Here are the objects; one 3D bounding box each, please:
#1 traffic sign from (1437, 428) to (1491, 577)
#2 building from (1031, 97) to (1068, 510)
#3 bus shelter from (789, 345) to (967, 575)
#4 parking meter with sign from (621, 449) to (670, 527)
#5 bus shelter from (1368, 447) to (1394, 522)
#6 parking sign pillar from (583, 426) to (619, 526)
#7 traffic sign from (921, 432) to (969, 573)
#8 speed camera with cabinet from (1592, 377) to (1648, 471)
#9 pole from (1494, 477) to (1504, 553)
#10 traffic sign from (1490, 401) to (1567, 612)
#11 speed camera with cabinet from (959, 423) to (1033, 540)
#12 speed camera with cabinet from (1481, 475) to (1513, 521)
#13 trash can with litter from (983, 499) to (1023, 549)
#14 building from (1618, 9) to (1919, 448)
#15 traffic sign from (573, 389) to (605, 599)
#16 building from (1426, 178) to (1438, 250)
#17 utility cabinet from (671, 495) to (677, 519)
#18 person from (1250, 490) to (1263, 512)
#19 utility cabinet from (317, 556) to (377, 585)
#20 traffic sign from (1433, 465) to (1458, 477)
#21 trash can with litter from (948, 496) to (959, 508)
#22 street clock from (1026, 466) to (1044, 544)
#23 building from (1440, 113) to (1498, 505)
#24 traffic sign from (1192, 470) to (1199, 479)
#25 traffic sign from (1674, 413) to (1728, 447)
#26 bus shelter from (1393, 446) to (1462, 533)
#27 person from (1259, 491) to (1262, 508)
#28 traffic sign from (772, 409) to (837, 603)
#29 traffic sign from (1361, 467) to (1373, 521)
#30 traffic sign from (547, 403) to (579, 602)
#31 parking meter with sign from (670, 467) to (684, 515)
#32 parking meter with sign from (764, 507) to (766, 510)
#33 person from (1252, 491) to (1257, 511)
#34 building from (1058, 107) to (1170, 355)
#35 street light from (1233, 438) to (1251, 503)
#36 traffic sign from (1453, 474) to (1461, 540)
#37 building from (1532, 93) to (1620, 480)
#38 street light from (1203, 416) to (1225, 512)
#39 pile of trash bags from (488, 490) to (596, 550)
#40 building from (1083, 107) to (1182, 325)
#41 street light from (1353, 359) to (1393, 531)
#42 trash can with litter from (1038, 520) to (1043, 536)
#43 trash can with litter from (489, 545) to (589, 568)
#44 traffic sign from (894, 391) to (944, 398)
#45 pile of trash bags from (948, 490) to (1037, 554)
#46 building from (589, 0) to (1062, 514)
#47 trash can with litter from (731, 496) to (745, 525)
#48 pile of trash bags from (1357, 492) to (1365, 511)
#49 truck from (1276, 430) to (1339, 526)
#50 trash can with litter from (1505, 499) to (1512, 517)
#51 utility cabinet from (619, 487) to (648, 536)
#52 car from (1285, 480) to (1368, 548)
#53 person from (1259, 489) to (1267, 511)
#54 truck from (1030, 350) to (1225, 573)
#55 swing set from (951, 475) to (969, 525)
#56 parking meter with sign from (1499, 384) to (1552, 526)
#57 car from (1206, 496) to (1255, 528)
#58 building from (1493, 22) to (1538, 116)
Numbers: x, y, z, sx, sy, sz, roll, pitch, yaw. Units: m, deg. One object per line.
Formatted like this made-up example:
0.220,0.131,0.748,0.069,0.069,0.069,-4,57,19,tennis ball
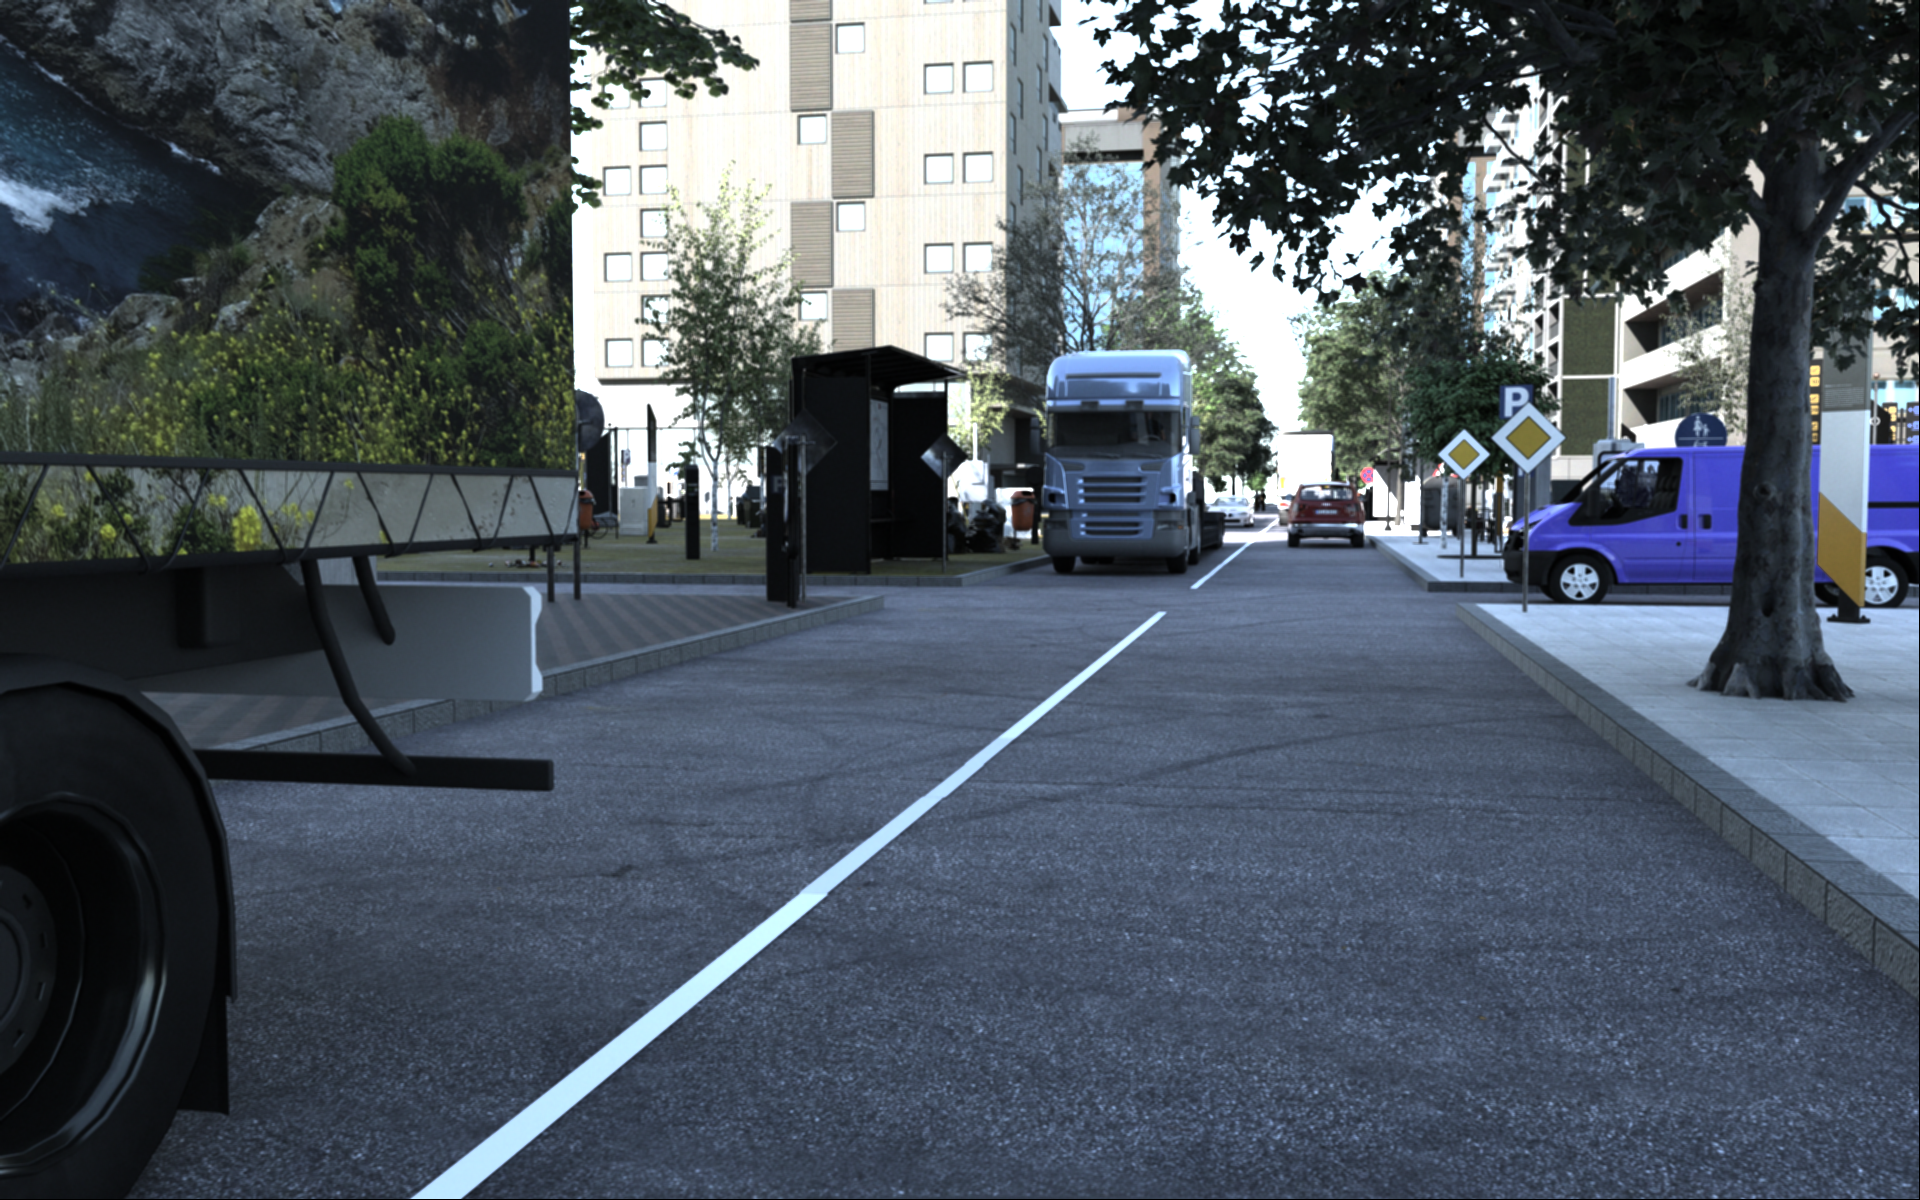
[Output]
7.723,-1.404,26.600,0.795,2.450,0.064,1,4,11,traffic sign
-4.783,-27.750,145.600,32.217,40.220,23.993,1,4,11,building
-1.324,-2.404,30.587,1.731,3.624,6.357,1,4,11,bus shelter
-12.298,-4.350,67.384,1.738,3.016,0.543,2,4,24,parking meter with sign
19.409,-5.123,77.690,2.014,3.302,5.546,1,4,11,bus shelter
-14.233,-4.900,68.593,1.447,3.967,1.447,-2,4,-31,parking sign pillar
-0.256,-1.504,28.229,0.795,2.450,0.064,1,4,11,traffic sign
11.441,-2.107,28.792,0.660,3.252,2.038,-1,4,-21,speed camera with cabinet
11.739,-2.679,37.643,0.158,3.312,0.155,0,3,0,pole
6.140,-0.925,18.773,0.795,2.450,0.064,1,4,11,traffic sign
1.024,-3.327,48.733,2.038,3.252,0.660,-1,4,-19,speed camera with cabinet
25.609,-5.385,82.379,2.038,3.252,0.660,-3,5,-41,speed camera with cabinet
1.015,-1.792,40.685,1.055,1.170,0.624,3,4,37,trash can with litter
38.312,-27.007,65.264,21.300,48.544,21.600,1,4,11,building
-4.672,-1.282,21.061,0.768,2.556,0.104,1,4,18,traffic sign
74.278,-37.735,236.575,23.786,49.044,30.456,1,4,11,building
-15.080,-4.904,91.339,0.306,1.237,1.020,0,4,-8,utility cabinet
23.830,-7.953,139.258,1.217,1.736,0.721,3,5,41,person
-6.203,-0.367,17.156,0.306,1.237,1.020,1,4,18,utility cabinet
15.090,-3.285,53.714,0.884,2.594,0.081,1,4,15,traffic sign
-0.343,-4.327,82.138,0.624,1.170,1.055,0,4,6,trash can with litter
1.916,-2.425,44.221,0.471,2.002,0.358,0,4,4,street clock
63.187,-33.712,201.297,14.600,45.320,14.200,1,4,11,building
12.258,-5.600,91.659,0.768,2.556,0.104,1,4,14,traffic sign
11.609,-1.657,27.201,0.768,2.556,0.104,1,4,19,traffic sign
15.513,-3.851,56.880,2.014,3.302,5.546,1,4,11,bus shelter
30.728,-10.220,176.125,0.750,1.759,0.617,1,4,11,person
-1.839,-1.025,20.402,0.795,2.450,0.064,1,4,11,traffic sign
19.559,-5.064,82.902,0.768,2.556,0.104,1,4,14,traffic sign
-4.879,-1.252,20.579,0.768,2.556,0.104,1,4,16,traffic sign
-17.382,-6.772,106.977,0.543,3.016,1.738,-2,4,-29,parking meter with sign
-5.777,-3.829,58.863,1.738,3.016,0.543,1,4,14,parking meter with sign
25.291,-8.508,148.390,0.721,1.735,1.217,-1,4,-13,person
17.275,-33.931,204.874,14.600,45.320,14.200,1,4,11,building
23.291,-10.484,143.959,1.470,5.913,1.316,1,4,11,street light
13.984,-2.959,48.489,0.768,2.556,0.104,1,4,14,traffic sign
49.121,-41.575,118.007,20.563,71.187,20.611,1,4,11,building
15.137,-8.013,103.557,1.470,5.913,1.316,1,4,11,street light
-10.229,-1.890,40.654,3.447,1.369,1.912,0,4,7,pile of trash bags
16.485,-39.865,241.035,28.713,52.752,27.495,1,4,11,building
14.226,-5.327,59.644,1.470,5.913,1.316,1,4,11,street light
1.637,-2.594,53.477,2.233,1.210,1.678,2,4,25,trash can with litter
-7.556,-1.216,30.933,1.678,1.210,2.233,-1,4,-17,trash can with litter
-1.381,-2.491,34.596,2.265,3.308,0.079,1,4,17,traffic sign
0.287,-1.740,38.200,3.447,1.369,1.912,-3,4,-38,pile of trash bags
-7.775,-32.436,119.575,28.713,52.752,27.495,1,4,11,building
-8.838,-3.701,71.895,1.055,1.170,0.624,3,5,43,trash can with litter
22.867,-5.366,97.489,1.912,1.369,3.447,2,4,28,pile of trash bags
16.368,-5.668,81.584,2.839,4.237,11.283,1,4,13,truck
30.402,-5.232,96.937,0.624,1.170,1.055,-1,4,-14,trash can with litter
-9.984,-2.722,53.175,1.173,1.500,0.318,3,5,40,utility cabinet
10.145,-2.407,48.033,2.281,1.827,5.304,1,4,12,car
25.127,-8.290,143.674,0.705,1.869,1.348,3,5,43,person
4.267,-2.971,38.333,2.967,4.110,18.799,1,4,11,truck
-1.696,-4.548,71.973,2.862,2.851,3.119,3,5,41,swing set
9.390,-1.963,28.351,0.543,3.016,1.738,3,4,38,parking meter with sign
11.794,-3.854,75.371,2.083,1.381,4.827,1,4,12,car
55.777,-32.065,143.873,23.786,49.044,30.456,1,4,11,building
